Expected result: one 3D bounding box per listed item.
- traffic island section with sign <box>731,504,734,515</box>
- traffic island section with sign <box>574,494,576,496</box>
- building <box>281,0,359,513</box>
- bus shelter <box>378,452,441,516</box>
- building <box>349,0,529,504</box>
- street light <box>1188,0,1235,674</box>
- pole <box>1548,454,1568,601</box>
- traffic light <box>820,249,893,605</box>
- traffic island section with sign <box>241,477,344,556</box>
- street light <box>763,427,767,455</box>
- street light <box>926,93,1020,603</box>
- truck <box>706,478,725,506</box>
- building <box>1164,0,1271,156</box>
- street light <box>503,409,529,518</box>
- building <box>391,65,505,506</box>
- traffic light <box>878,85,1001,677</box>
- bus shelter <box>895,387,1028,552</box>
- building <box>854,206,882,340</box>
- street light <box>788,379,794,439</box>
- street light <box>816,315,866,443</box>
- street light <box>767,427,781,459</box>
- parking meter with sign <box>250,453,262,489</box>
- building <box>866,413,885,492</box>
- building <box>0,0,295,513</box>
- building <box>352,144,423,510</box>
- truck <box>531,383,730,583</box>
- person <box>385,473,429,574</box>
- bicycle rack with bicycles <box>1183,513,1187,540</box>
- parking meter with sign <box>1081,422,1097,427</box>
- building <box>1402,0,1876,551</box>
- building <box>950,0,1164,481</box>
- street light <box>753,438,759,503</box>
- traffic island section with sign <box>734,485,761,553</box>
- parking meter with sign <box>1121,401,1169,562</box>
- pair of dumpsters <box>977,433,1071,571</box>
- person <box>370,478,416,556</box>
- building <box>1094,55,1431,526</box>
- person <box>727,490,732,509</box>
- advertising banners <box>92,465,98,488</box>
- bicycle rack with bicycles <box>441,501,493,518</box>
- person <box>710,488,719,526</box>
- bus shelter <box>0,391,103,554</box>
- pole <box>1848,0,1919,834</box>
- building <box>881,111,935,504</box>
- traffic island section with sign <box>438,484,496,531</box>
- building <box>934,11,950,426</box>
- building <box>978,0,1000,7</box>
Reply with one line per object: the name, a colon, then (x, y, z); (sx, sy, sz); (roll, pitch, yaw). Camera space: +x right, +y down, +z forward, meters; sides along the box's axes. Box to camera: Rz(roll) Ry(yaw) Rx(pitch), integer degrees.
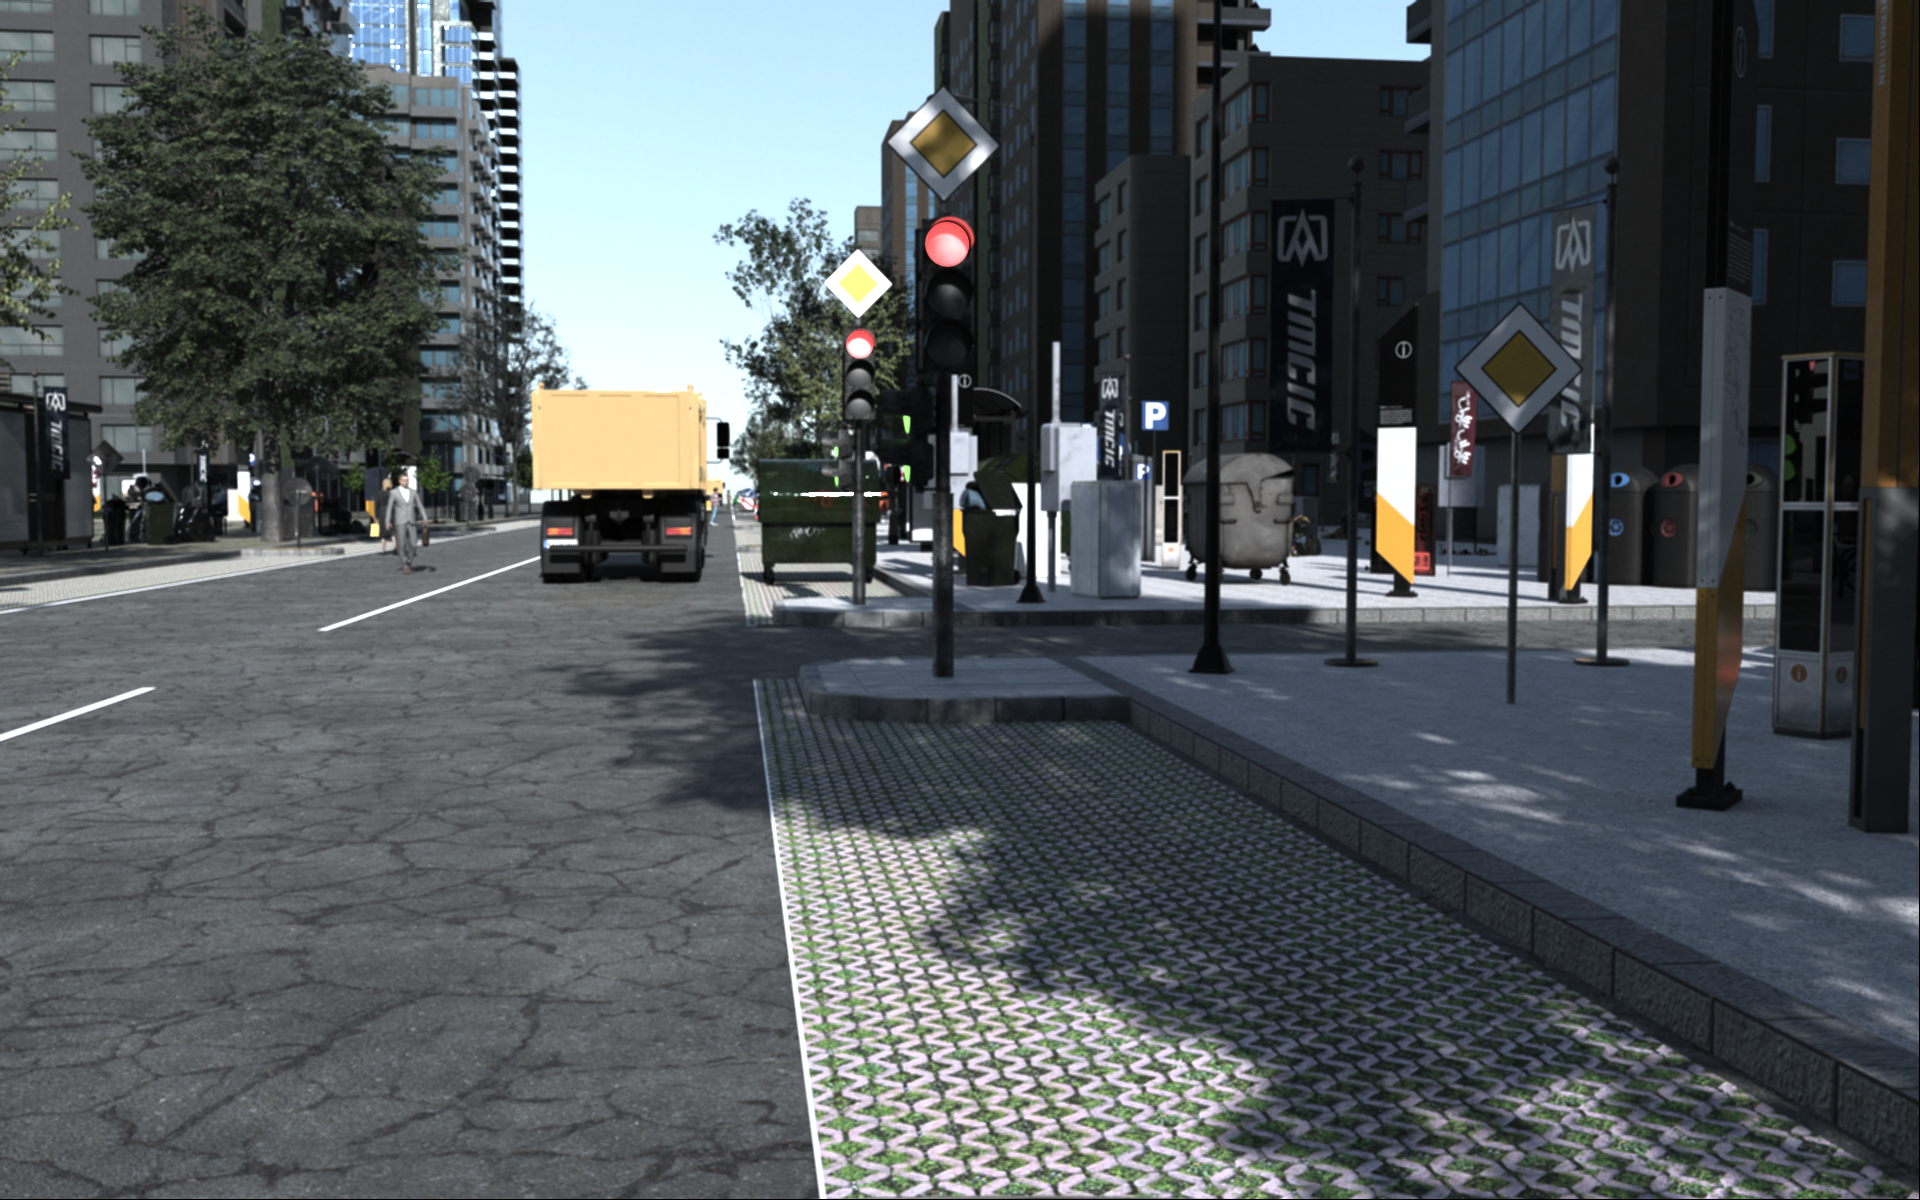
traffic island section with sign: (-8.058, -3.723, 69.499); (1.989, 1.847, 2.006); (0, 4, -8)
traffic island section with sign: (-25.843, -6.673, 117.737); (1.989, 1.847, 2.006); (0, 4, -8)
building: (-54.138, -30.488, 118.092); (23.786, 49.044, 30.456); (0, 4, -8)
bus shelter: (-27.300, -5.639, 86.118); (2.014, 3.302, 5.546); (0, 4, -7)
building: (-68.789, -56.086, 229.682); (22.319, 86.520, 31.000); (0, 4, -8)
street light: (1.280, -2.429, 12.261); (1.470, 5.913, 1.316); (0, 4, -8)
pole: (7.209, -1.648, 20.793); (0.158, 3.312, 0.155); (0, 3, 0)
traffic light: (-1.192, -1.901, 20.001); (0.839, 4.253, 0.868); (0, 4, -8)
traffic island section with sign: (-15.583, -1.956, 40.601); (1.989, 1.847, 2.006); (0, 4, -8)
street light: (-12.939, -9.020, 120.016); (1.470, 5.913, 1.316); (0, 4, -8)
street light: (0.306, -2.920, 20.282); (1.470, 5.913, 1.316); (0, 4, -8)
truck: (-30.601, -13.298, 213.353); (3.469, 3.379, 9.791); (-1, 4, -9)
building: (10.446, -28.060, 108.894); (14.600, 45.320, 14.200); (0, 4, -8)
street light: (-24.106, -7.433, 94.067); (1.470, 5.913, 1.316); (0, 4, -8)
building: (-65.568, -35.517, 200.313); (23.786, 49.044, 30.456); (0, 4, -8)
traffic light: (-0.138, -1.417, 12.086); (0.839, 4.253, 0.868); (0, 4, -8)
bus shelter: (-0.005, -2.549, 35.593); (2.014, 3.302, 5.546); (0, 4, -8)
building: (-8.195, -34.524, 248.067); (14.154, 41.232, 14.086); (0, 4, -8)
street light: (-6.320, -5.949, 69.812); (1.470, 5.913, 1.316); (0, 4, -8)
street light: (-3.040, -4.437, 45.078); (1.470, 5.913, 1.316); (0, 4, -8)
street light: (-9.649, -7.471, 94.687); (1.470, 5.913, 1.316); (0, 4, -8)
parking meter with sign: (-29.991, -4.731, 73.620); (0.543, 3.016, 1.738); (-3, 4, -36)
building: (1.453, -23.442, 228.308); (27.650, 21.520, 28.899); (0, 4, -8)
building: (-46.634, -25.279, 96.901); (14.154, 41.232, 14.086); (0, 4, -8)
building: (-52.677, -22.638, 141.834); (14.160, 30.474, 14.107); (0, 4, -8)
truck: (-5.939, -2.179, 31.548); (3.469, 3.379, 9.791); (0, 4, -7)
person: (-9.942, -1.377, 31.137); (0.709, 1.813, 0.853); (-3, 4, -38)
bicycle rack with bicycles: (5.760, -2.102, 47.748); (2.852, 0.926, 2.925); (-1, 4, -22)
parking meter with sign: (2.460, -2.785, 41.803); (1.738, 3.016, 0.543); (-3, 4, -36)
building: (20.432, -23.976, 42.114); (14.200, 45.320, 14.600); (0, 4, -8)
building: (6.944, -29.792, 137.213); (14.600, 45.320, 14.200); (0, 4, -8)
street light: (-16.319, -10.532, 144.737); (1.470, 5.913, 1.316); (0, 4, -8)
traffic island section with sign: (-4.506, -2.089, 42.778); (1.989, 1.847, 2.006); (0, 4, -8)
parking meter with sign: (3.423, -2.269, 33.353); (0.543, 3.016, 1.738); (-1, 4, -16)
pair of dumpsters: (1.042, -1.661, 29.644); (1.574, 2.255, 4.437); (0, 4, -8)
person: (-13.238, -1.935, 40.359); (0.699, 1.804, 1.509); (-2, 4, -33)
building: (23.150, -14.656, 84.660); (27.650, 21.520, 28.899); (0, 4, -8)
person: (-21.878, -9.513, 164.044); (0.705, 1.824, 1.348); (1, 4, 11)
advertising banners: (-37.219, -4.716, 73.287); (2.074, 3.025, 0.090); (1, 4, 19)
bicycle rack with bicycles: (-25.924, -4.778, 91.505); (2.852, 0.926, 2.925); (-2, 4, -32)
person: (-11.179, -4.248, 78.792); (0.643, 1.720, 0.563); (-3, 5, -39)
bus shelter: (-20.551, -3.576, 36.098); (2.179, 5.291, 8.768); (0, 4, -8)
pole: (3.512, -0.776, 6.526); (0.158, 3.312, 0.155); (0, 3, 0)
building: (-1.731, -33.878, 204.012); (14.600, 45.320, 14.200); (0, 4, -8)
traffic island section with sign: (-19.134, -3.591, 67.337); (1.989, 1.847, 2.006); (0, 4, -8)
building: (4.532, -28.635, 151.777); (14.154, 41.232, 14.086); (0, 4, -8)
building: (8.088, -26.890, 123.250); (14.154, 41.232, 14.086); (0, 4, -8)
